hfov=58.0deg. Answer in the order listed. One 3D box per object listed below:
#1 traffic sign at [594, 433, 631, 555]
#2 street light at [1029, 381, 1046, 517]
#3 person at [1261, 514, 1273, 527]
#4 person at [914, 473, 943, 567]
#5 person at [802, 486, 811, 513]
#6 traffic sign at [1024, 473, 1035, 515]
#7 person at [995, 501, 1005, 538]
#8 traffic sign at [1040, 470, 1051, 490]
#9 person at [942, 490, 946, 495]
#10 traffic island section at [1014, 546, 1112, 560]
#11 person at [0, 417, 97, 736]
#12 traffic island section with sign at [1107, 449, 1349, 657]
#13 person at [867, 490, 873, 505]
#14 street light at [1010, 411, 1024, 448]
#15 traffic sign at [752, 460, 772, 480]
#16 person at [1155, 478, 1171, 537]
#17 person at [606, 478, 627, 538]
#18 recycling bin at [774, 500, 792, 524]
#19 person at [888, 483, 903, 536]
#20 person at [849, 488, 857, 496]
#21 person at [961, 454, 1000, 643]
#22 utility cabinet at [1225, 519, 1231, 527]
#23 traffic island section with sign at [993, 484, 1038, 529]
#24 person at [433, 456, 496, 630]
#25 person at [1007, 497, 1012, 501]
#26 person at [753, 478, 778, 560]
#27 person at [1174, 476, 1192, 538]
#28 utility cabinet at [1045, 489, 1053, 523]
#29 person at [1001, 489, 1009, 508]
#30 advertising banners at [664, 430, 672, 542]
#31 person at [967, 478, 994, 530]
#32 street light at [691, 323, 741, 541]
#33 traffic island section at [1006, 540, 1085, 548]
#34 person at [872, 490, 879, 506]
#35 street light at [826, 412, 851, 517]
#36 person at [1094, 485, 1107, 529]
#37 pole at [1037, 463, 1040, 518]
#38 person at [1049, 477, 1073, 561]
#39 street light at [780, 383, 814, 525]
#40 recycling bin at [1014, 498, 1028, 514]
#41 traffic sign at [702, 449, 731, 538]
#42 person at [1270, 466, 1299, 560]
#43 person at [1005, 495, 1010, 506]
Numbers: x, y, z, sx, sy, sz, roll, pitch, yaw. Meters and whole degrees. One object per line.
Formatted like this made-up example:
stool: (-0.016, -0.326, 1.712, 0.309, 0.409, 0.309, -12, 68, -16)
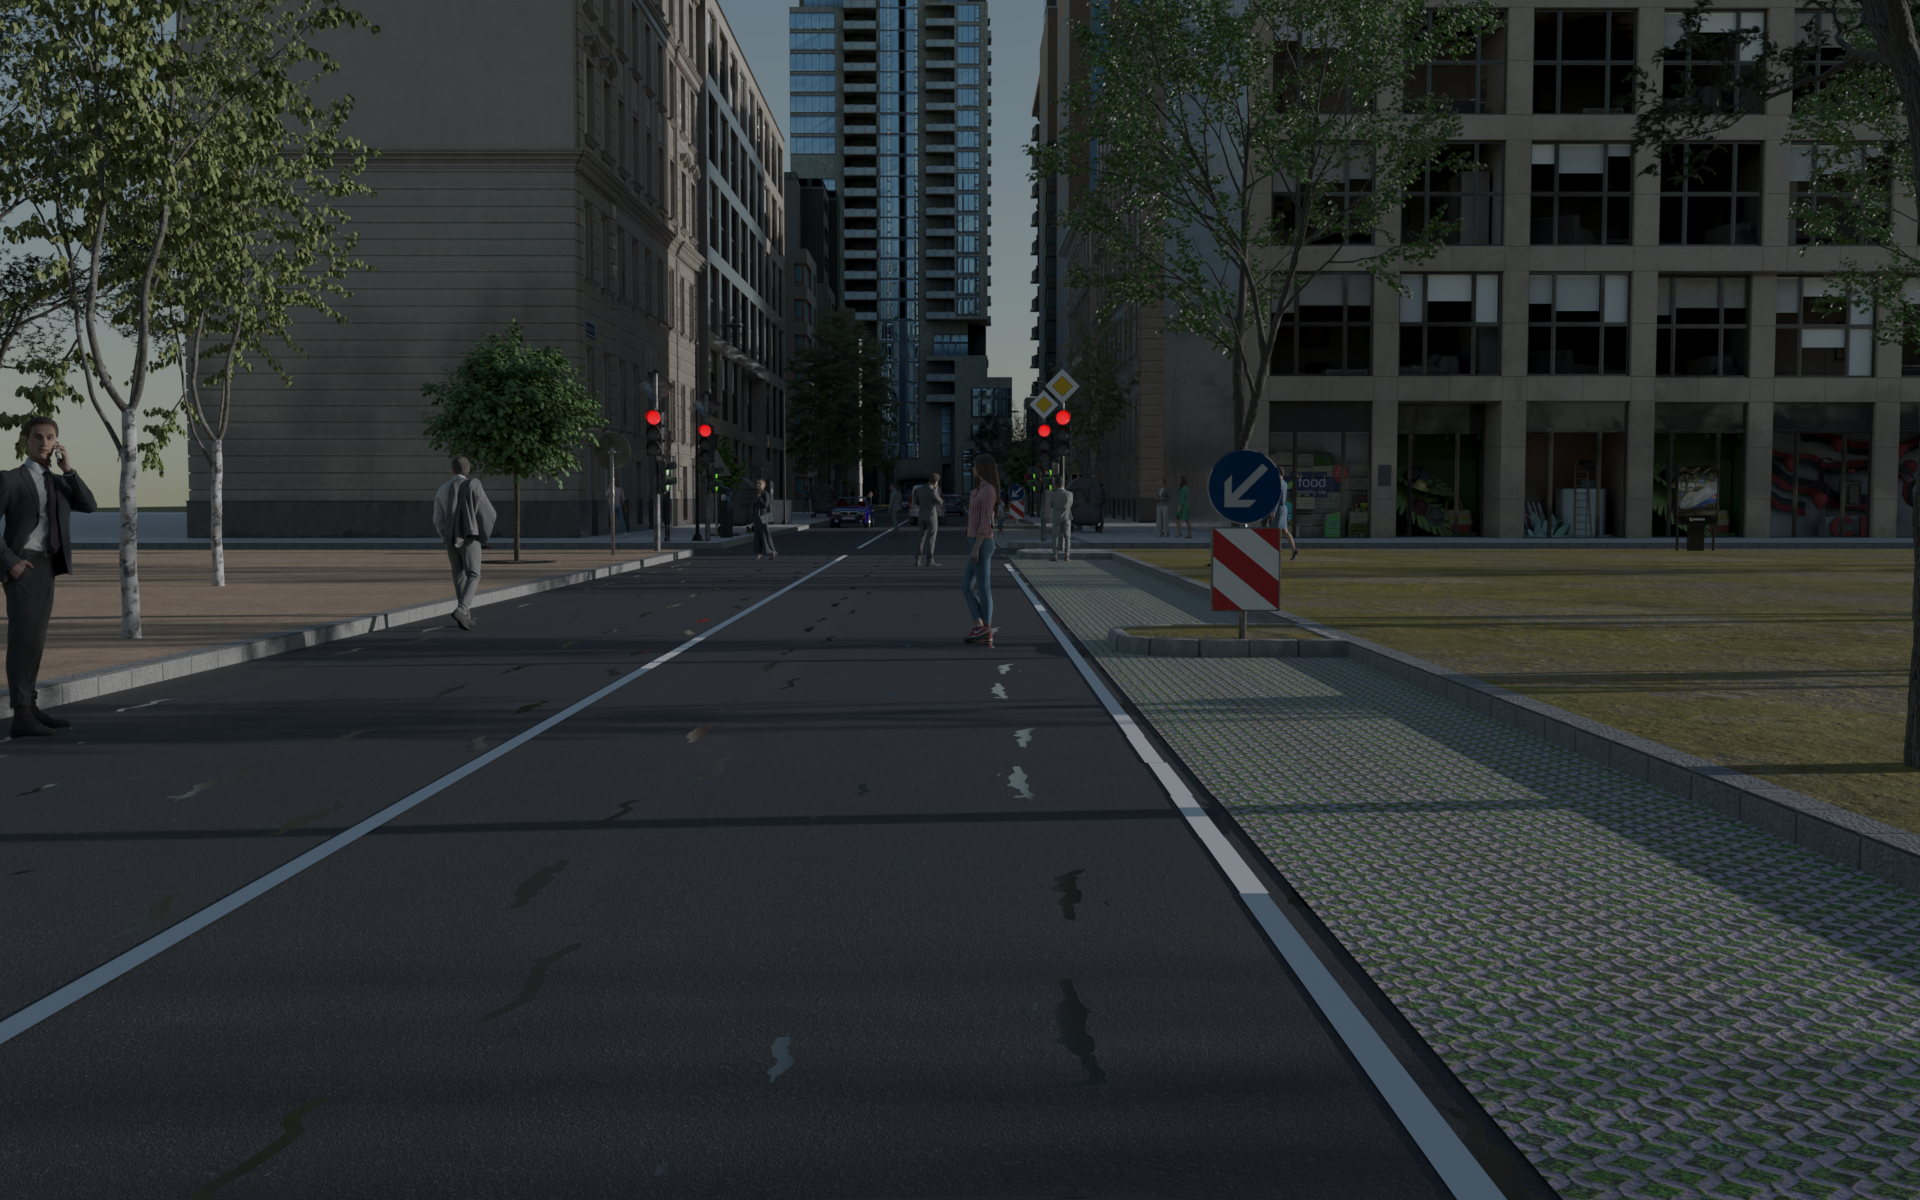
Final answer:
traffic sign: (-7.263, -2.207, 36.186, 0.768, 2.556, 0.104, 0, 4, 1)
street light: (3.662, -6.037, 71.239, 1.470, 5.913, 1.316, 0, 4, 0)
person: (6.916, -2.004, 38.977, 0.661, 1.801, 0.590, 2, 4, 28)
person: (-0.621, -1.595, 34.391, 0.655, 1.846, 0.447, 3, 4, 38)
person: (-10.376, -6.779, 116.869, 0.713, 1.824, 0.794, -2, 4, -27)
traffic sign: (4.090, -6.093, 99.732, 0.768, 2.556, 0.104, 0, 4, 1)
person: (1.291, -2.638, 56.320, 0.352, 1.250, 0.332, 3, 5, 43)
traffic sign: (4.277, -5.328, 87.219, 0.768, 2.556, 0.104, 0, 4, 7)
person: (-1.474, -8.640, 149.703, 1.348, 1.831, 0.705, 0, 4, 2)
traffic island section: (2.312, -1.022, 38.983, 2.009, 0.180, 2.903, 0, 4, 0)
person: (-5.575, -0.162, 10.518, 0.474, 1.900, 0.648, 0, 4, 5)
traffic island section with sign: (2.400, -0.452, 16.026, 1.989, 1.847, 2.006, 0, 4, 0)
person: (-10.085, -11.421, 193.477, 0.721, 1.736, 1.217, -2, 4, -32)
street light: (3.514, -7.583, 96.531, 1.470, 5.913, 1.316, 0, 4, 0)
traffic sign: (-7.330, -3.918, 64.166, 0.768, 2.556, 0.104, 0, 4, 6)
person: (6.046, -2.769, 51.870, 0.362, 1.759, 0.519, -3, 5, -43)
person: (-9.933, -2.672, 50.324, 0.593, 1.750, 0.643, -2, 4, -30)
recycling bin: (-7.656, -3.812, 74.886, 0.722, 1.027, 0.722, 0, 4, 1)
person: (-2.210, -3.067, 58.748, 0.391, 1.810, 0.635, 1, 4, 18)
person: (-8.986, -8.478, 144.668, 0.705, 1.822, 1.348, -3, 5, -42)
person: (0.196, -0.506, 16.784, 0.388, 1.821, 0.555, -1, 4, -9)
utility cabinet: (7.387, -2.168, 46.615, 0.306, 1.237, 1.020, 0, 4, -6)
traffic island section with sign: (2.205, -3.849, 71.567, 1.989, 1.847, 2.006, 0, 4, 0)
person: (-5.256, -0.600, 18.412, 0.679, 1.850, 0.850, 0, 4, 2)
person: (5.110, -9.972, 172.300, 0.991, 1.433, 0.599, 0, 4, -3)
person: (-4.306, -1.768, 37.831, 0.576, 1.772, 0.534, 2, 4, 35)
person: (6.466, -2.680, 50.105, 0.529, 1.795, 0.600, 1, 4, 12)
utility cabinet: (4.220, -4.154, 76.595, 0.318, 1.500, 1.173, 3, 5, 40)
person: (4.138, -9.393, 160.166, 0.990, 1.755, 0.434, 3, 5, 41)
advertising banners: (-7.938, -3.116, 47.134, 0.090, 3.025, 2.074, 0, 4, -5)
person: (0.391, -1.400, 31.392, 0.555, 1.821, 0.388, -3, 4, -36)
street light: (-6.651, -4.572, 47.287, 1.470, 5.913, 1.316, 0, 4, 0)
traffic island section: (2.285, -1.510, 46.968, 2.009, 0.180, 2.903, 0, 4, 0)
person: (-8.964, -10.802, 183.206, 0.990, 1.755, 0.434, -2, 4, -35)
street light: (-6.836, -7.652, 97.653, 1.470, 5.913, 1.316, 0, 4, 0)
person: (5.128, -3.564, 64.483, 0.661, 1.801, 0.590, 0, 4, 5)
pole: (4.274, -6.139, 94.210, 0.158, 3.312, 0.155, 0, 3, 0)
person: (2.134, -1.718, 36.778, 0.511, 1.800, 0.466, -1, 4, -17)
street light: (-6.791, -6.099, 72.261, 1.470, 5.913, 1.316, 0, 4, 0)
recycling bin: (3.933, -5.974, 110.232, 0.722, 1.027, 0.722, -3, 5, -45)
traffic sign: (-7.101, -3.086, 50.457, 0.884, 2.594, 0.081, 0, 4, 7)
person: (6.252, -1.688, 33.668, 0.654, 1.822, 0.581, 3, 5, 44)
person: (4.996, -10.841, 184.011, 0.721, 1.743, 1.217, 2, 4, 32)
